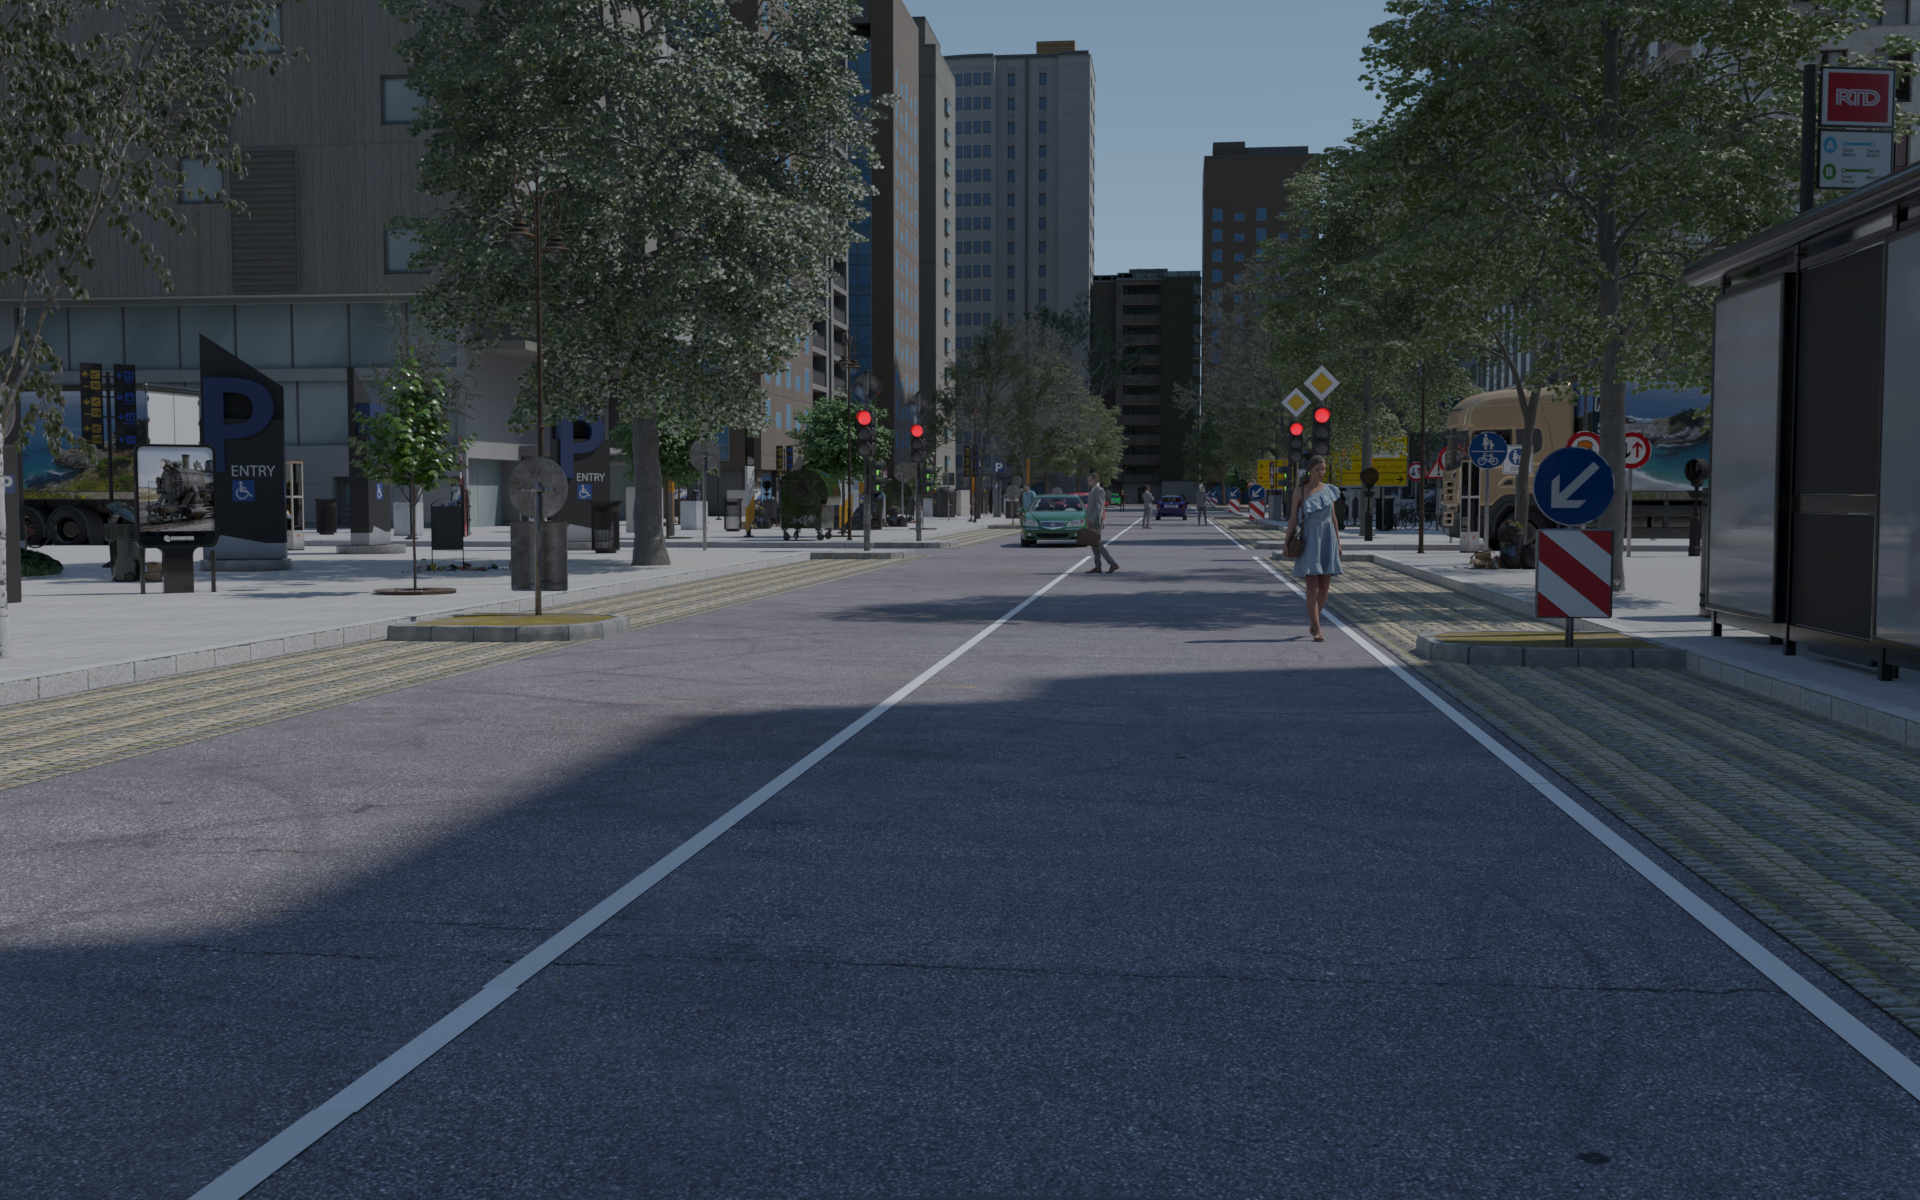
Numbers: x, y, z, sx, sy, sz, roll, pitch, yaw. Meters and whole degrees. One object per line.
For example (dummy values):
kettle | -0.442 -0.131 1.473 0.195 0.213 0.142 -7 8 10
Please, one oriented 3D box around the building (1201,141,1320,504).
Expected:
building | 38.282 -35.024 222.749 14.200 45.320 14.600 0 4 7

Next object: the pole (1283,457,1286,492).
pole | 17.695 -6.153 94.452 0.158 3.312 0.155 0 3 0

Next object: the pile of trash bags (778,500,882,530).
pile of trash bags | -4.464 -3.215 62.321 3.447 1.369 1.912 2 4 27

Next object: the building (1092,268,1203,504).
building | 24.257 -27.732 225.113 14.107 30.474 14.160 0 4 7

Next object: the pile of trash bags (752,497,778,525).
pile of trash bags | -7.269 -3.866 72.969 1.912 1.369 3.447 2 4 27

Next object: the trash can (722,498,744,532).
trash can | -7.776 -2.912 59.266 0.748 1.137 0.748 0 3 0

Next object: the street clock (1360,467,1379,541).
street clock | 11.111 -2.599 47.057 0.471 2.002 0.358 0 4 -2

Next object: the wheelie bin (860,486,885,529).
wheelie bin | -3.189 -3.432 64.025 0.980 1.594 0.693 -2 4 -30

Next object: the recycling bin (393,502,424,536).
recycling bin | -16.979 -2.493 53.318 0.722 1.027 0.722 0 3 0

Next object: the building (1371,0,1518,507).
building | 51.748 -51.908 161.372 22.319 86.520 31.000 0 4 7

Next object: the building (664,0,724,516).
building | -17.260 -27.827 105.088 14.600 45.320 14.200 0 4 7

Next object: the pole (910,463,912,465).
pole | -3.150 -7.276 112.798 0.158 3.312 0.155 0 3 0

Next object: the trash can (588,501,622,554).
trash can | -7.685 -1.584 37.546 0.748 1.137 0.748 0 3 0

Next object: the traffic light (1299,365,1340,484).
traffic light | 7.852 -2.990 37.809 0.839 4.253 0.868 0 4 7

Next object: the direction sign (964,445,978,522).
direction sign | 0.515 -5.381 79.975 0.876 3.537 0.379 3 5 44

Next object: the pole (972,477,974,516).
pole | 0.744 -6.578 101.389 0.158 3.312 0.155 0 3 0

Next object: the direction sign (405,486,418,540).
direction sign | -15.489 -3.474 48.799 0.379 3.537 0.876 -2 4 -27

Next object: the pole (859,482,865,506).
pole | -3.752 -4.396 65.724 0.158 3.312 0.155 0 3 0

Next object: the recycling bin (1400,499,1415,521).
recycling bin | 21.658 -4.361 83.856 0.722 1.027 0.722 0 4 1

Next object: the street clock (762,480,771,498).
street clock | -10.198 -5.309 91.380 0.471 2.002 0.358 -3 5 -42

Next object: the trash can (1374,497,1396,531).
trash can | 14.736 -2.964 60.116 0.748 1.137 0.748 0 3 0

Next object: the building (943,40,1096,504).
building | 3.661 -42.086 230.106 28.212 58.520 21.231 0 4 7

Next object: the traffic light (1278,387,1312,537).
traffic light | 8.836 -3.475 45.734 0.839 4.253 0.868 0 4 7

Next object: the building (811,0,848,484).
building | -17.468 -42.575 134.357 20.563 71.187 20.611 0 4 7

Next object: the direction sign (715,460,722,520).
direction sign | -11.873 -5.696 85.133 0.379 3.537 0.876 0 4 2

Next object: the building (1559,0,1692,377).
building | 37.065 -17.991 81.537 14.401 28.519 23.554 0 4 7

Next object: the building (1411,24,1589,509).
building | 52.404 -27.065 134.391 32.217 40.220 23.993 0 4 7

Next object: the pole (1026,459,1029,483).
pole | 3.904 -6.474 99.688 0.158 3.312 0.155 0 3 0

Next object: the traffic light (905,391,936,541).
traffic light | -1.101 -3.549 46.947 0.839 4.253 0.868 0 4 7

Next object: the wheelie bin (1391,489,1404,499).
wheelie bin | 25.858 -5.785 102.494 0.693 1.594 0.980 1 4 20

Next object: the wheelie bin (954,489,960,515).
wheelie bin | -0.264 -6.034 106.569 0.980 1.594 0.693 -3 4 -37

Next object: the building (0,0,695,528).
building | -27.822 -29.794 76.375 28.713 52.752 27.495 0 4 7

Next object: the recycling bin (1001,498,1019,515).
recycling bin | 3.078 -5.597 104.071 0.722 1.027 0.722 1 4 19

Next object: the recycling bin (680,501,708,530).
recycling bin | -9.535 -3.031 62.108 0.722 1.027 0.722 2 4 29

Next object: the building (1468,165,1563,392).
building | 39.613 -16.141 105.712 13.314 21.916 24.055 0 4 7

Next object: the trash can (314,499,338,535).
trash can | -19.962 -2.625 54.569 0.748 1.137 0.748 0 3 0

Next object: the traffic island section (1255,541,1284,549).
traffic island section | 8.874 -1.441 45.843 2.009 0.180 2.903 0 4 7

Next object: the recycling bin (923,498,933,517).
recycling bin | -1.657 -5.286 98.984 0.722 1.027 0.722 3 4 37

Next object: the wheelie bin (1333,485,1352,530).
wheelie bin | 13.361 -3.291 61.716 0.693 1.594 0.980 0 4 -7

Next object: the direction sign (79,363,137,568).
direction sign | -14.802 -2.335 30.179 0.876 3.537 0.379 -3 4 -36

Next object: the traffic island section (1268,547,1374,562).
traffic island section | 7.890 -0.956 37.918 2.009 0.180 2.903 0 4 7

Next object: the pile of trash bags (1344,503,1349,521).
pile of trash bags | 18.305 -4.557 84.257 3.447 1.369 1.912 -2 4 -30

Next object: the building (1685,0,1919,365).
building | 35.867 -12.612 60.950 16.860 20.320 10.420 0 4 7

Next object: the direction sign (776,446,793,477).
direction sign | -8.192 -5.439 80.929 0.876 3.537 0.379 1 4 21

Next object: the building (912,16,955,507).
building | -12.231 -33.734 175.245 21.600 48.544 21.300 0 4 7

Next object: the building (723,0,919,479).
building | -11.486 -30.691 151.913 14.600 45.320 14.200 0 4 7

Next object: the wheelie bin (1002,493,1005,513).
wheelie bin | 3.203 -6.464 113.591 0.693 1.594 0.980 2 4 29

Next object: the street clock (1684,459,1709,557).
street clock | 15.136 -1.898 35.605 0.358 2.002 0.471 -1 4 -21

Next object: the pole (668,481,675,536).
pole | -8.809 -3.604 52.771 0.158 3.312 0.155 0 3 0

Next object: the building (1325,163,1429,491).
building | 60.126 -34.821 223.942 28.867 44.769 22.147 0 4 7
